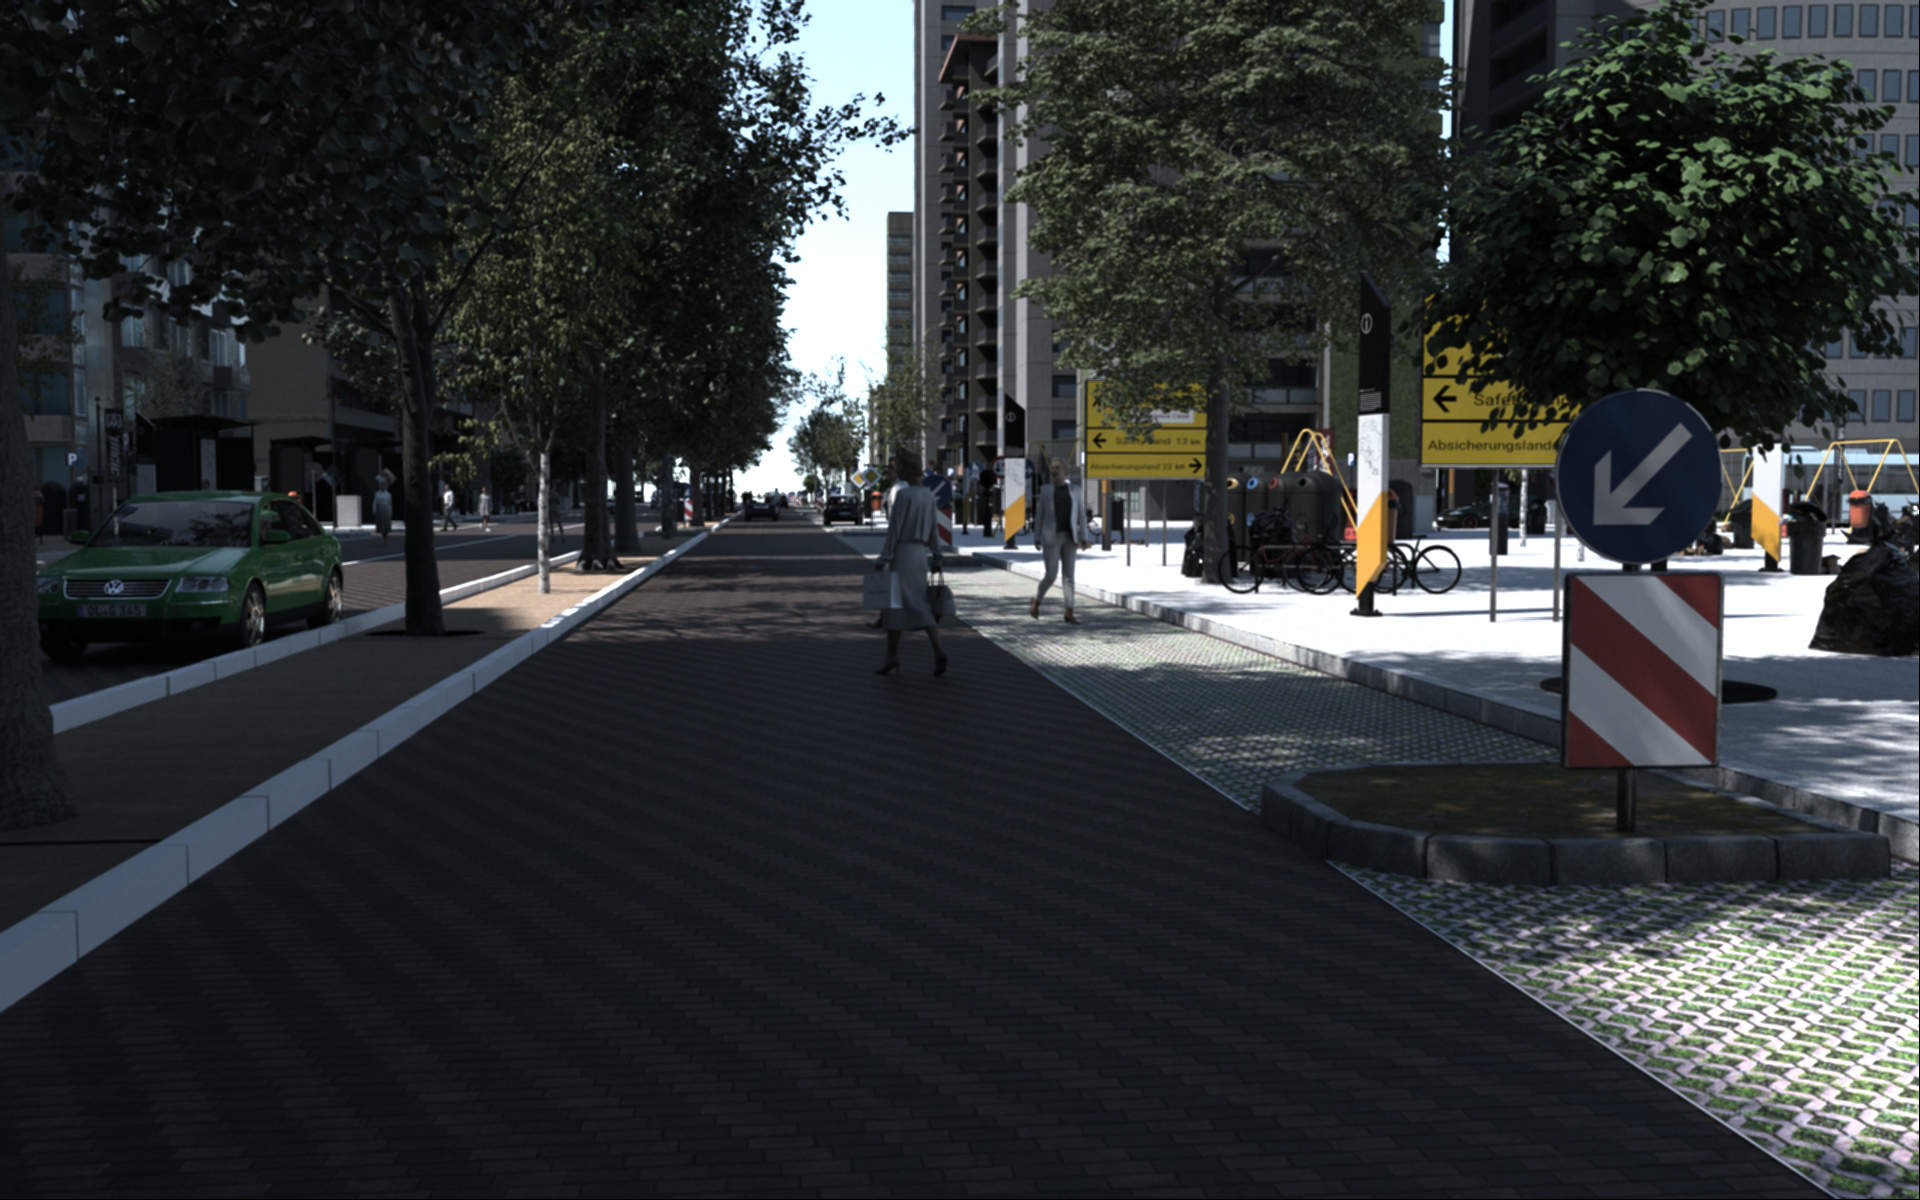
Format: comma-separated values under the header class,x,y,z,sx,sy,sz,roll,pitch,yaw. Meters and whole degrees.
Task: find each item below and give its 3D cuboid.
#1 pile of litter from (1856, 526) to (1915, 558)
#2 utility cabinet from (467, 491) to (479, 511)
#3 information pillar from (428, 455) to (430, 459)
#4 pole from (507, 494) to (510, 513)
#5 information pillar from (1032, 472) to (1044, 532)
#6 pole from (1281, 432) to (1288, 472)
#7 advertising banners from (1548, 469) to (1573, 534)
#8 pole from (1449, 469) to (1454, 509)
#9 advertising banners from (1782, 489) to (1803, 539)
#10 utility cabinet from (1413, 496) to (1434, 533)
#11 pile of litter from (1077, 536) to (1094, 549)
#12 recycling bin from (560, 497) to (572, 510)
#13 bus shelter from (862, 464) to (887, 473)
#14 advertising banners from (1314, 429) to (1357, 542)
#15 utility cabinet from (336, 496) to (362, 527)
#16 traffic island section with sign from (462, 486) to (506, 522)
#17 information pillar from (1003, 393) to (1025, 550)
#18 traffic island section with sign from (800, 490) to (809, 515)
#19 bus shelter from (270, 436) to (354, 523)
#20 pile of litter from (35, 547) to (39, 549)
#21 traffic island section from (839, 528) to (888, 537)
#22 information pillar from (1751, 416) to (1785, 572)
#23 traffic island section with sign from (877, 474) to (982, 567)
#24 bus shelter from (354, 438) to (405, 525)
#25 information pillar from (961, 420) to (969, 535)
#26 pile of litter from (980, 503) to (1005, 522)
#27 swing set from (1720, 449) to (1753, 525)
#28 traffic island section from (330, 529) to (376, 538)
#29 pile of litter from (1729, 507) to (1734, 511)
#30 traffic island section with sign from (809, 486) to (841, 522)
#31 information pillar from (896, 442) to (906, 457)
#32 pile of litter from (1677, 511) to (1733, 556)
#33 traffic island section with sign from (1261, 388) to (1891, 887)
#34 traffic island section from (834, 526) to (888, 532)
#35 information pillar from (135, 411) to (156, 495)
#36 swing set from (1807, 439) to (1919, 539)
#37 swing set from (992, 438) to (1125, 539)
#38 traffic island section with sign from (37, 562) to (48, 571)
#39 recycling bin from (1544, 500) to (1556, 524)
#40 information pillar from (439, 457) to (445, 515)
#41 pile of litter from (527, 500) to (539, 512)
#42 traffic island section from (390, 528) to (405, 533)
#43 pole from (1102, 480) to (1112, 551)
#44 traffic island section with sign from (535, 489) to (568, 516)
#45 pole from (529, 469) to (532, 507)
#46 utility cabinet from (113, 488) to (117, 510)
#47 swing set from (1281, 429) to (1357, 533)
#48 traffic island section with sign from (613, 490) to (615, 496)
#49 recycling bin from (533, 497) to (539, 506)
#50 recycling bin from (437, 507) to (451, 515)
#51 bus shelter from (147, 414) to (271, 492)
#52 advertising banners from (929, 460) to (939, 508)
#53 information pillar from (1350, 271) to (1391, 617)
class,x,y,z,sx,sy,sz,roll,pitch,yaw
pile of litter,18.821,-1.295,35.145,1.176,0.858,1.719,3,5,43
utility cabinet,-36.556,-7.465,130.723,1.173,1.500,0.318,-2,4,-31
information pillar,-29.814,-6.473,97.193,0.183,3.616,0.504,-2,4,-26
pole,-30.120,-7.439,115.469,0.158,3.312,0.155,0,3,0
information pillar,2.606,-3.274,58.017,0.304,2.012,0.304,-2,4,-30
pole,10.719,-3.879,57.266,0.158,3.312,0.155,0,3,0
advertising banners,19.616,-3.618,55.341,0.090,3.025,2.074,-3,4,-36
pole,20.646,-4.824,72.717,0.158,3.312,0.155,0,3,0
advertising banners,23.850,-3.291,49.991,0.090,3.025,2.074,0,4,3
utility cabinet,15.099,-2.791,56.795,1.020,1.237,0.306,-3,5,-40
pile of litter,2.661,-1.659,41.098,1.176,0.858,1.719,2,4,30
recycling bin,-31.643,-7.740,139.096,0.722,1.027,0.722,-3,5,-45
bus shelter,-6.694,-8.913,137.012,1.731,3.624,6.357,0,4,-6
advertising banners,10.479,-3.058,46.194,2.074,3.025,0.090,1,4,17
utility cabinet,-23.688,-3.412,66.956,1.020,1.237,0.306,0,4,6
traffic island section with sign,-24.164,-4.859,88.065,1.989,1.847,2.006,0,4,-6
information pillar,1.258,-2.979,40.053,0.504,3.616,0.183,0,4,6
traffic island section with sign,-9.544,-6.566,115.982,1.989,1.847,2.006,0,4,-6
bus shelter,-27.257,-4.983,72.762,1.731,3.624,6.357,0,4,-6
pile of litter,-22.111,-1.579,39.774,1.719,0.858,1.176,-2,4,-33
traffic island section,-3.015,-2.272,59.424,2.009,0.180,2.903,0,4,-6
information pillar,13.327,-2.273,28.518,0.183,3.616,0.504,-3,4,-38
traffic island section with sign,-0.661,-1.602,34.829,1.989,1.847,2.006,0,4,-6
bus shelter,-25.302,-5.174,75.877,1.731,3.624,6.357,0,4,-6
information pillar,0.183,-3.876,54.725,0.183,3.616,0.504,-1,4,-13
pile of litter,1.415,-4.092,80.862,1.719,0.858,1.176,0,4,4
swing set,27.309,-3.861,60.750,2.862,2.851,3.119,0,4,-8
traffic island section,-20.801,-2.153,57.490,2.009,0.180,2.903,0,4,-6
pile of litter,26.000,-2.689,57.923,1.176,0.858,1.719,-3,5,-41
traffic island section with sign,-6.543,-4.889,88.558,1.989,1.847,2.006,0,4,-6
information pillar,-2.621,-5.289,77.824,0.504,3.616,0.183,2,4,26
pile of litter,15.429,-1.376,36.464,1.719,0.858,1.176,-2,4,-34
traffic island section with sign,2.357,0.084,7.250,1.989,1.847,2.006,0,4,-6
traffic island section,-3.883,-2.757,67.362,2.009,0.180,2.903,0,4,-6
information pillar,-22.879,-3.505,48.669,0.504,3.616,0.183,0,4,-2
swing set,26.504,-3.264,50.984,2.862,2.851,3.119,0,4,-6
swing set,2.743,-3.184,49.674,2.862,2.851,3.119,-2,4,-23
traffic island section with sign,-17.994,-1.417,31.793,1.989,1.847,2.006,0,4,-6
recycling bin,25.203,-3.751,73.890,0.722,1.027,0.722,1,4,9
information pillar,-31.273,-6.919,104.484,0.504,3.616,0.183,3,5,41
pile of litter,-30.651,-6.707,123.626,1.719,0.858,1.176,-1,4,-11
traffic island section,-21.669,-2.639,65.428,2.009,0.180,2.903,0,4,-6
pole,3.308,-2.762,39.000,0.158,3.312,0.155,0,3,0
traffic island section with sign,-27.110,-6.505,114.992,1.989,1.847,2.006,0,4,-6
pole,-34.479,-8.879,139.008,0.158,3.312,0.155,0,3,0
utility cabinet,-31.799,-3.435,64.848,0.318,1.500,1.173,-2,4,-30
swing set,8.702,-2.770,42.909,2.862,2.851,3.119,1,4,17
traffic island section with sign,-32.434,-9.487,163.741,1.989,1.847,2.006,0,4,-6
recycling bin,-33.420,-7.637,137.425,0.722,1.027,0.722,-3,5,-42
recycling bin,-31.730,-5.748,106.535,0.722,1.027,0.722,-2,4,-29
bus shelter,-23.291,-3.820,53.736,1.731,3.624,6.357,0,4,-6
advertising banners,-1.064,-5.788,90.824,0.090,3.025,2.074,2,4,33
information pillar,4.305,-1.634,18.070,0.183,3.616,0.504,-1,4,-18
